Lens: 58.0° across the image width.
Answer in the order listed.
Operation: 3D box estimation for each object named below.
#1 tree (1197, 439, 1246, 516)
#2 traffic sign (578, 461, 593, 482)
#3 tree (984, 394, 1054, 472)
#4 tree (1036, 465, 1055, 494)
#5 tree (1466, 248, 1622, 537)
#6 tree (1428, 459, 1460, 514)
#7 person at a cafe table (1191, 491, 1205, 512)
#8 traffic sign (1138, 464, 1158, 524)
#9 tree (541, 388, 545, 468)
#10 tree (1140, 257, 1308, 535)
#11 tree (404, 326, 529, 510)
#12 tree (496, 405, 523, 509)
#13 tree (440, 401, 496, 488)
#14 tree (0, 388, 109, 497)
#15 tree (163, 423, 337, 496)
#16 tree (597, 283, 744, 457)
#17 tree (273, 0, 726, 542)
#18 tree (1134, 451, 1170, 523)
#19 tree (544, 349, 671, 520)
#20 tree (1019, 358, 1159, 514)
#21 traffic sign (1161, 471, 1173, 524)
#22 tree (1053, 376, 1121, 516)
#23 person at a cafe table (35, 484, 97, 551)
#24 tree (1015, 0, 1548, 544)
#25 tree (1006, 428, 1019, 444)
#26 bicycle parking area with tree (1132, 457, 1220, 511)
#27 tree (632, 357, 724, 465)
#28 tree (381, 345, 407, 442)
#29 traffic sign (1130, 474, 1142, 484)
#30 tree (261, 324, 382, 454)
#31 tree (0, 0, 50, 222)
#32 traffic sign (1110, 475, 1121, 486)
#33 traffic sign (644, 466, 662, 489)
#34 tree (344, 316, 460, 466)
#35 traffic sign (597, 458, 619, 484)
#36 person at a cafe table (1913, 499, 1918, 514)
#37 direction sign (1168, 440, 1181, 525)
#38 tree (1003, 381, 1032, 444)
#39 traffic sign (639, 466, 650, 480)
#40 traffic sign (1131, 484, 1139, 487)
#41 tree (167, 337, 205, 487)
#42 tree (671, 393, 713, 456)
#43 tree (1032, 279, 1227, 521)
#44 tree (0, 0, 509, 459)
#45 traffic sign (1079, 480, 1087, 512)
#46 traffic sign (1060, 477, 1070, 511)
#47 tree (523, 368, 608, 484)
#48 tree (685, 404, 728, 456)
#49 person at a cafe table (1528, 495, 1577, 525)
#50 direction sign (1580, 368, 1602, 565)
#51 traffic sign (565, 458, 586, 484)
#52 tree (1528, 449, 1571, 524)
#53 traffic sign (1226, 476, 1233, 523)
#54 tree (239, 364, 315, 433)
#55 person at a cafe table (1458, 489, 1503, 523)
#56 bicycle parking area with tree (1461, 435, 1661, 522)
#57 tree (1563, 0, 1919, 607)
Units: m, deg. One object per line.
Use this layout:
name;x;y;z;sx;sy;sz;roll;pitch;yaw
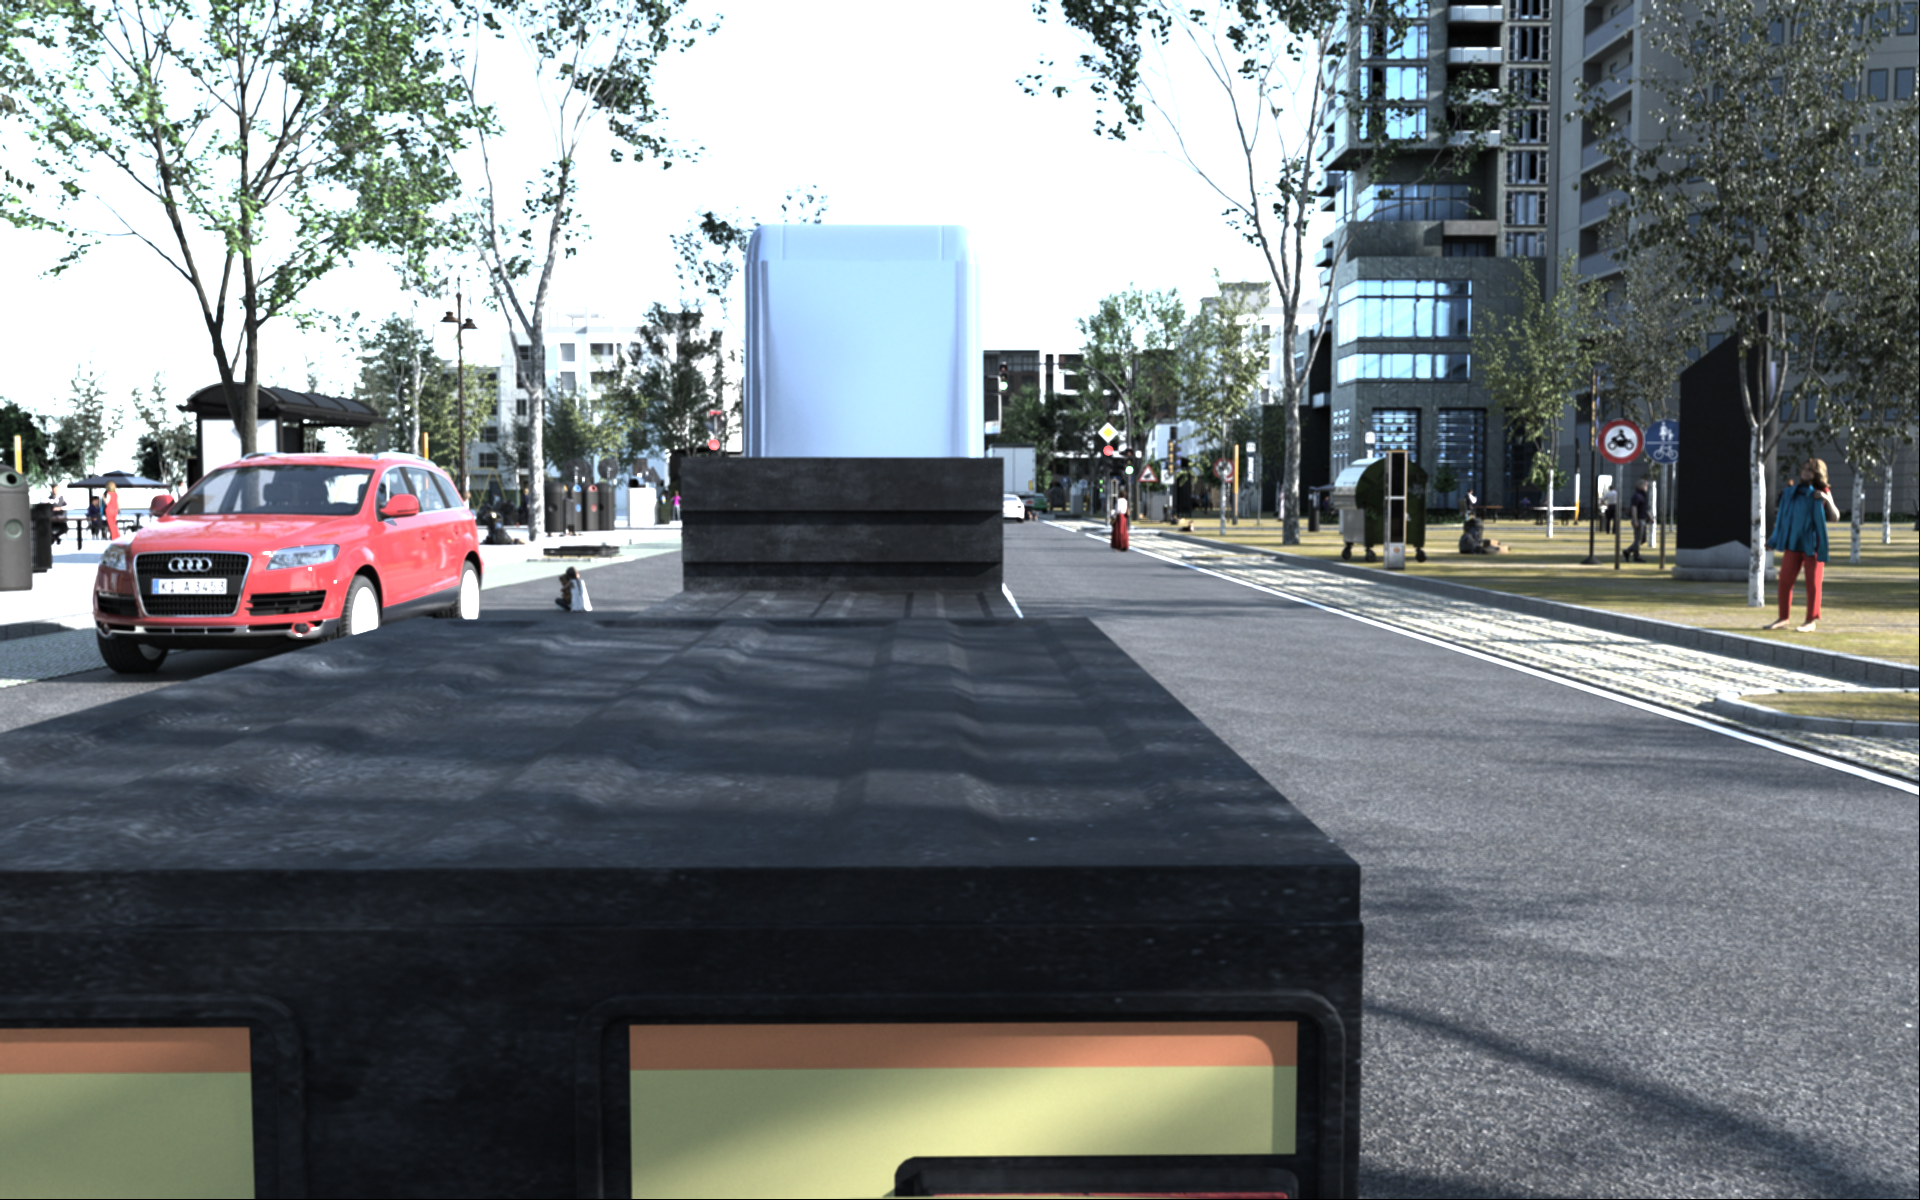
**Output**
tree;15.430;-7.198;101.395;4.285;4.588;4.351;0;3;0
traffic sign;-14.652;-4.112;67.336;0.768;2.556;0.104;1;4;9
tree;7.711;-19.148;219.727;9.857;13.997;8.962;0;3;0
tree;8.550;-12.441;187.120;4.285;4.588;4.351;0;3;0
tree;17.328;-6.181;51.428;4.737;8.622;4.395;0;3;0
tree;25.980;-6.039;93.334;1.663;3.219;1.824;0;3;0
person at a cafe table;16.981;-7.117;124.882;1.698;1.524;1.622;-1;4;-13
traffic sign;8.089;-4.562;74.586;0.884;2.594;0.081;0;4;0
tree;-25.710;-9.850;111.410;4.737;8.622;4.395;0;3;0
tree;8.050;-6.334;53.929;4.737;8.622;4.395;0;3;0
tree;-21.803;-7.672;75.800;4.737;8.622;4.395;0;3;0
tree;-35.799;-11.567;139.477;4.360;8.622;3.978;0;3;0
tree;-37.895;-10.943;129.276;4.360;8.622;3.978;0;3;0
tree;-55.197;-7.903;92.116;20.602;7.101;11.467;-1;4;-9
tree;-52.453;-10.021;126.747;11.467;7.101;20.602;-1;4;-8
tree;-11.693;-8.656;75.930;8.767;10.594;7.601;-1;4;-8
tree;-12.248;-11.708;47.311;12.611;20.169;13.585;0;3;0
tree;8.333;-4.998;76.312;1.663;3.219;1.824;0;3;0
tree;-17.399;-8.285;85.820;4.737;8.622;4.395;0;3;0
tree;8.811;-10.948;113.412;8.767;10.594;7.601;1;4;8
traffic sign;8.871;-4.391;73.925;0.606;2.300;0.079;0;4;6
tree;7.705;-9.295;102.338;4.360;8.622;3.978;0;3;0
person at a cafe table;-20.720;-1.903;39.634;1.698;1.524;1.622;-2;4;-24
tree;7.690;-11.421;42.630;12.611;20.169;13.585;0;3;0
tree;7.806;-14.885;177.788;8.767;10.594;7.601;-1;4;-8
bicycle parking area with tree;16.177;-8.986;133.919;8.231;4.147;9.016;1;4;13
tree;-21.367;-12.551;130.968;9.928;11.665;9.643;0;3;0
tree;-27.702;-7.974;80.732;4.360;8.622;3.978;0;3;0
traffic sign;9.553;-5.755;94.199;0.768;2.556;0.104;0;4;7
tree;-28.177;-7.596;74.551;4.360;8.622;3.978;0;3;0
tree;-11.160;-4.108;17.525;4.360;8.622;3.978;0;3;0
traffic sign;10.642;-7.228;118.282;0.768;2.556;0.104;0;4;7
traffic sign;-14.302;-4.933;80.659;0.884;2.594;0.081;0;4;1
tree;-35.366;-11.742;110.115;7.486;12.596;7.792;0;3;0
traffic sign;-12.384;-3.722;60.958;0.768;2.556;0.104;0;4;3
person at a cafe table;44.100;-4.274;78.402;1.622;1.524;1.698;3;5;42
direction sign;8.962;-4.921;72.454;0.379;3.537;0.876;3;5;44
tree;7.567;-14.363;160.598;9.928;11.665;9.643;0;3;0
traffic sign;-14.788;-5.018;81.774;0.795;2.593;0.064;0;4;2
traffic sign;12.475;-7.452;121.836;0.884;2.594;0.081;0;4;4
tree;-36.732;-7.944;80.246;4.360;8.622;3.978;0;3;0
tree;-19.104;-10.223;117.511;4.737;8.622;4.395;0;3;0
tree;8.546;-9.584;82.449;9.928;11.665;9.643;0;3;0
tree;-10.876;-6.121;25.842;9.928;11.665;9.643;0;3;0
traffic sign;8.900;-7.524;125.154;0.606;2.300;0.079;0;4;0
traffic sign;7.936;-7.977;130.527;0.768;2.556;0.104;0;4;1
tree;-22.950;-9.280;102.093;4.360;8.622;3.978;0;3;0
tree;-20.680;-11.638;140.642;4.360;8.622;3.978;0;3;0
person at a cafe table;24.462;-3.726;71.786;1.698;1.238;1.726;0;4;5
direction sign;11.522;-2.416;31.500;0.379;3.537;0.876;2;4;28
traffic sign;-13.507;-3.718;60.889;0.768;2.556;0.104;0;4;7
tree;25.280;-4.867;74.171;1.663;3.219;1.824;0;3;0
traffic sign;12.025;-4.736;77.542;0.768;2.556;0.104;0;4;6
tree;-37.941;-8.919;96.180;4.737;8.622;4.395;0;3;0
person at a cafe table;23.108;-4.230;77.667;1.622;1.524;1.698;-2;4;-28
bicycle parking area with tree;29.380;-5.996;85.030;8.231;4.147;9.016;-1;4;-9
tree;8.950;-4.216;19.298;4.360;8.622;3.978;0;3;0
